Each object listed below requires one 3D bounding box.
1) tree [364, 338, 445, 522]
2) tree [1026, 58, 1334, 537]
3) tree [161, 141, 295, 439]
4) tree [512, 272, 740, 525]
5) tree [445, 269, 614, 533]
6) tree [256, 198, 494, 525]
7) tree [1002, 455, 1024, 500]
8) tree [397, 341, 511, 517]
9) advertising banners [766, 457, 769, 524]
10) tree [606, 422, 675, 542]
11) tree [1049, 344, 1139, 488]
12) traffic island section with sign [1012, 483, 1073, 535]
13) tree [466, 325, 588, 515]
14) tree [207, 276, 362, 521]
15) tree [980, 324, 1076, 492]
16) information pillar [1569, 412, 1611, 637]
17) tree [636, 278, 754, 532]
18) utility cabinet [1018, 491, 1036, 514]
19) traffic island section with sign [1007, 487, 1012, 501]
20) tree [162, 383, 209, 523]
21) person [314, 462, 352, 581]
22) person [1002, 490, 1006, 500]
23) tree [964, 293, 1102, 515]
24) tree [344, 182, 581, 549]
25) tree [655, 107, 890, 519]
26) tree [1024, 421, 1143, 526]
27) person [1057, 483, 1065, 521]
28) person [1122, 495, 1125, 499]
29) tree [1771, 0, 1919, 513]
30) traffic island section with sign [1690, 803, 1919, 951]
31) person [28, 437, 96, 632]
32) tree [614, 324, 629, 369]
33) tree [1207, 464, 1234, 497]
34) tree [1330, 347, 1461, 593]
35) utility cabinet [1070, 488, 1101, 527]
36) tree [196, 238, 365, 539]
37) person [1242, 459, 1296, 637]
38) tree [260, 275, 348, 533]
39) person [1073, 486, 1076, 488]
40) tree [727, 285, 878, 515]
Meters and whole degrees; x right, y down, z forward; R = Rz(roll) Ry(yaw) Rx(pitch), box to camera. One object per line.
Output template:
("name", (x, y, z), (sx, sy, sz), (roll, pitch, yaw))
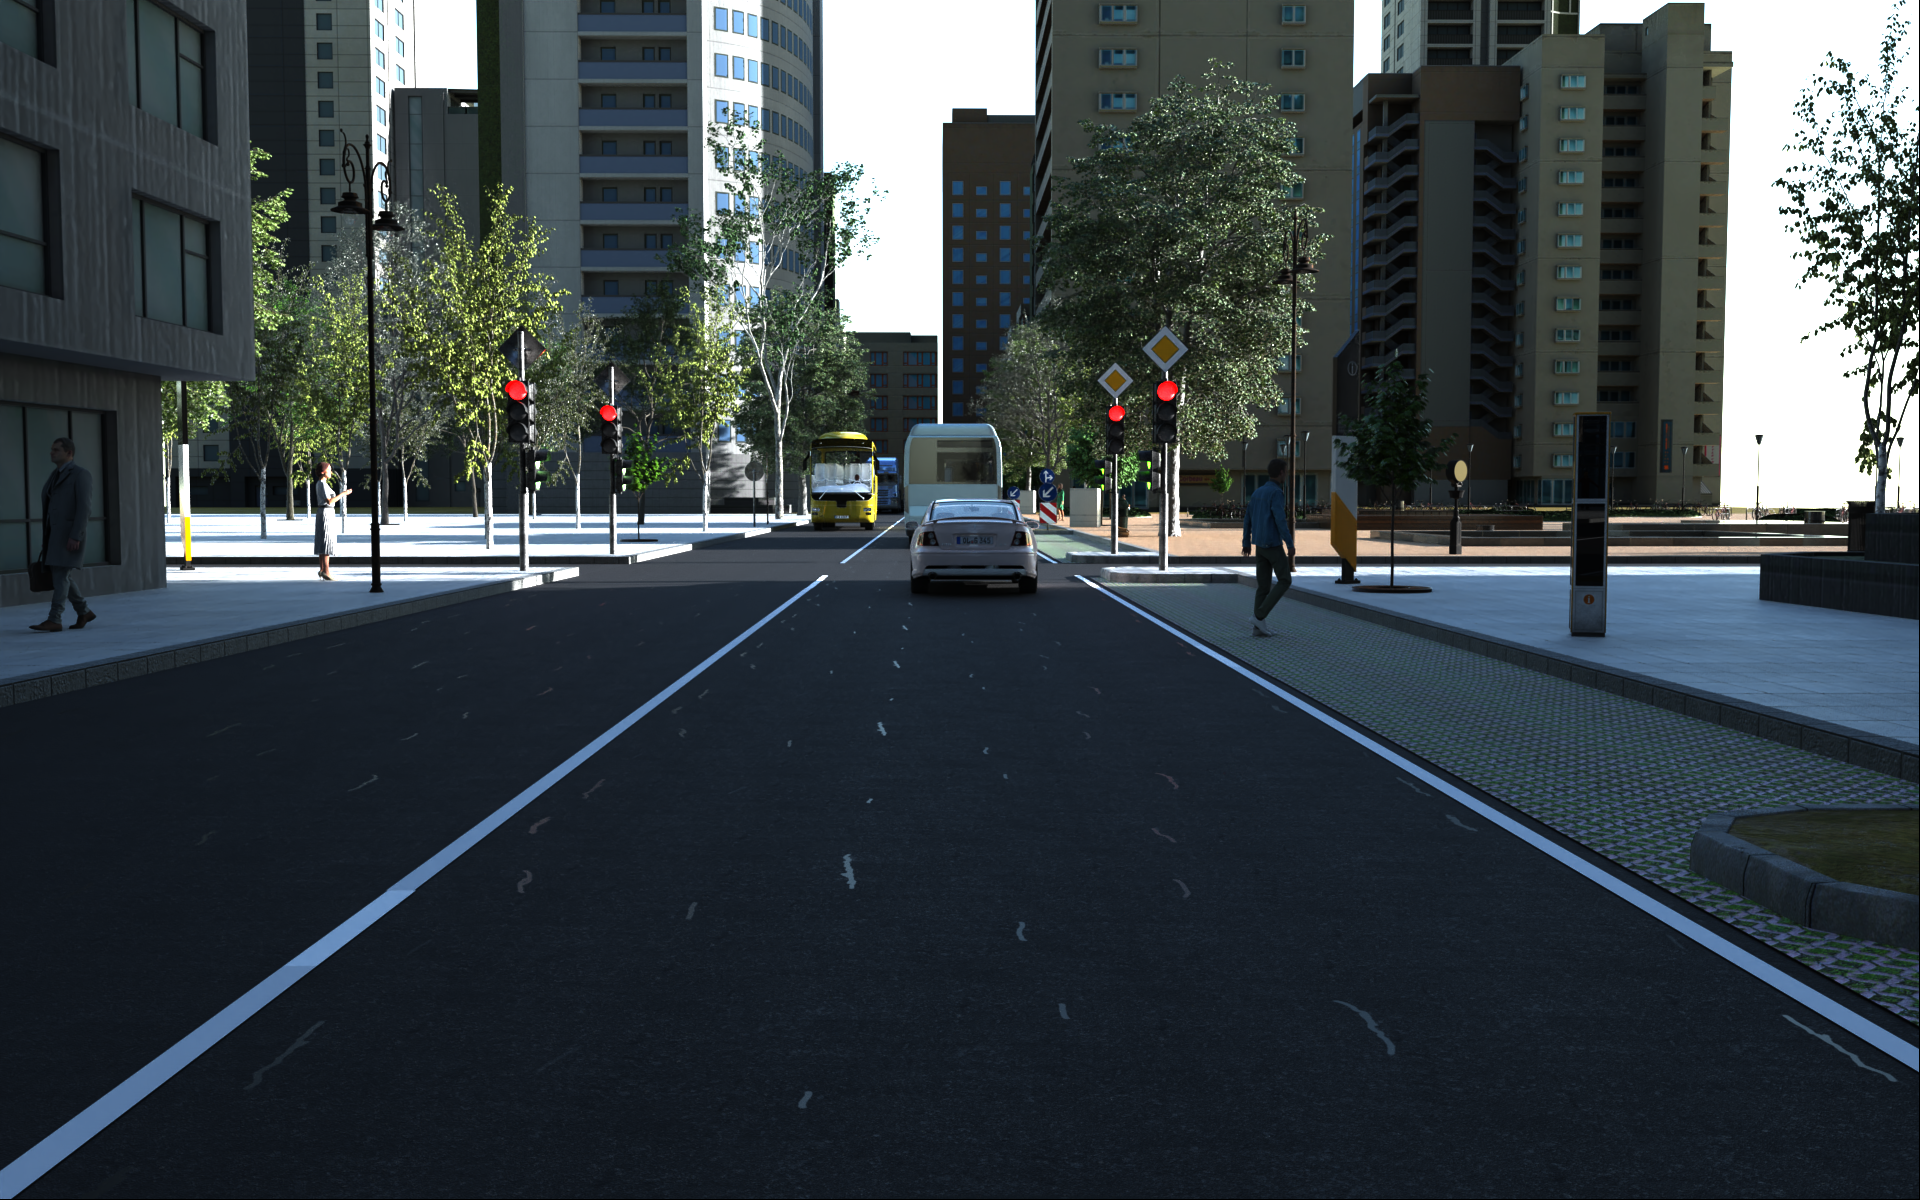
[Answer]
("tree", (-25.600, -7.957, 80.465), (4.360, 8.622, 3.978), (0, 3, 0))
("tree", (6.347, -8.910, 52.340), (9.857, 13.997, 8.962), (0, 3, 0))
("tree", (-19.402, -7.511, 40.926), (7.486, 12.596, 7.792), (0, 3, 0))
("tree", (-13.111, -8.446, 72.504), (7.601, 10.594, 8.767), (1, 4, 12))
("tree", (-14.126, -6.532, 57.158), (4.360, 8.622, 3.978), (0, 3, 0))
("tree", (-23.671, -9.846, 71.353), (12.009, 13.543, 11.850), (0, 3, 0))
("tree", (4.562, -8.618, 124.615), (4.285, 4.588, 4.351), (0, 3, 0))
("tree", (-26.810, -9.853, 95.502), (8.767, 10.594, 7.601), (-1, 4, -21))
("advertising banners", (-8.170, -4.726, 73.462), (0.090, 3.025, 2.074), (0, 4, -5))
("tree", (-8.823, -3.196, 46.859), (1.663, 3.219, 1.824), (0, 3, 0))
("tree", (5.879, -7.860, 78.873), (4.737, 8.622, 4.395), (0, 3, 0))
("traffic island section with sign", (2.980, -3.247, 61.723), (1.989, 1.847, 2.006), (0, 4, -1))
("tree", (-26.387, -11.004, 105.663), (9.928, 11.665, 9.643), (0, 3, 0))
("tree", (-32.677, -9.664, 83.757), (9.928, 11.665, 9.643), (0, 3, 0))
("tree", (4.974, -12.040, 114.978), (7.486, 12.596, 7.792), (0, 3, 0))
("information pillar", (5.685, -0.682, 15.639), (0.304, 2.012, 0.304), (1, 4, 16))
("tree", (-8.846, -6.663, 59.310), (4.737, 8.622, 4.395), (0, 3, 0))
("utility cabinet", (4.193, -6.120, 108.740), (1.173, 1.500, 0.318), (2, 4, 33))
("traffic island section with sign", (2.615, -4.896, 88.676), (1.989, 1.847, 2.006), (0, 4, -1))
("tree", (-35.389, -7.729, 76.739), (4.737, 8.622, 4.395), (0, 3, 0))
("person", (-9.340, -1.170, 25.746), (0.524, 1.755, 0.480), (-2, 4, -31))
("person", (4.417, -10.630, 180.518), (1.217, 1.739, 0.721), (-3, 5, -45))
("tree", (5.466, -11.901, 104.958), (12.009, 13.543, 11.850), (0, 3, 0))
("tree", (-11.206, -5.489, 40.101), (4.737, 8.622, 4.395), (0, 3, 0))
("tree", (-10.637, -14.181, 87.744), (12.611, 20.169, 13.585), (0, 3, 0))
("tree", (5.672, -5.270, 69.873), (4.285, 4.588, 4.351), (0, 3, 0))
("person", (4.826, -4.692, 82.998), (0.529, 1.795, 0.600), (-3, 4, -36))
("person", (10.481, -6.158, 111.394), (0.362, 1.253, 0.373), (1, 4, 13))
("tree", (14.564, -4.673, 26.773), (4.737, 8.622, 4.395), (0, 3, 0))
("traffic island section with sign", (3.765, 0.155, 6.097), (1.989, 1.847, 2.006), (0, 4, -1))
("person", (-8.451, -0.619, 16.270), (0.694, 1.812, 0.767), (2, 4, 33))
("tree", (-14.418, -6.953, 64.038), (4.360, 8.622, 3.978), (0, 3, 0))
("tree", (16.610, -7.104, 110.758), (1.663, 3.219, 1.824), (0, 3, 0))
("tree", (5.833, -1.727, 22.830), (1.663, 3.219, 1.824), (0, 3, 0))
("utility cabinet", (4.786, -3.515, 66.149), (1.173, 1.500, 0.318), (2, 4, 31))
("tree", (-20.219, -6.076, 49.698), (4.360, 8.622, 3.978), (0, 3, 0))
("person", (3.065, -0.518, 17.309), (0.444, 1.785, 0.601), (-1, 4, -17))
("tree", (-20.213, -6.486, 56.403), (4.737, 8.622, 4.395), (0, 3, 0))
("person", (7.803, -6.908, 118.994), (0.705, 1.823, 1.348), (1, 4, 13))
("tree", (-9.582, -12.079, 104.143), (9.857, 13.997, 8.962), (0, 3, 0))
